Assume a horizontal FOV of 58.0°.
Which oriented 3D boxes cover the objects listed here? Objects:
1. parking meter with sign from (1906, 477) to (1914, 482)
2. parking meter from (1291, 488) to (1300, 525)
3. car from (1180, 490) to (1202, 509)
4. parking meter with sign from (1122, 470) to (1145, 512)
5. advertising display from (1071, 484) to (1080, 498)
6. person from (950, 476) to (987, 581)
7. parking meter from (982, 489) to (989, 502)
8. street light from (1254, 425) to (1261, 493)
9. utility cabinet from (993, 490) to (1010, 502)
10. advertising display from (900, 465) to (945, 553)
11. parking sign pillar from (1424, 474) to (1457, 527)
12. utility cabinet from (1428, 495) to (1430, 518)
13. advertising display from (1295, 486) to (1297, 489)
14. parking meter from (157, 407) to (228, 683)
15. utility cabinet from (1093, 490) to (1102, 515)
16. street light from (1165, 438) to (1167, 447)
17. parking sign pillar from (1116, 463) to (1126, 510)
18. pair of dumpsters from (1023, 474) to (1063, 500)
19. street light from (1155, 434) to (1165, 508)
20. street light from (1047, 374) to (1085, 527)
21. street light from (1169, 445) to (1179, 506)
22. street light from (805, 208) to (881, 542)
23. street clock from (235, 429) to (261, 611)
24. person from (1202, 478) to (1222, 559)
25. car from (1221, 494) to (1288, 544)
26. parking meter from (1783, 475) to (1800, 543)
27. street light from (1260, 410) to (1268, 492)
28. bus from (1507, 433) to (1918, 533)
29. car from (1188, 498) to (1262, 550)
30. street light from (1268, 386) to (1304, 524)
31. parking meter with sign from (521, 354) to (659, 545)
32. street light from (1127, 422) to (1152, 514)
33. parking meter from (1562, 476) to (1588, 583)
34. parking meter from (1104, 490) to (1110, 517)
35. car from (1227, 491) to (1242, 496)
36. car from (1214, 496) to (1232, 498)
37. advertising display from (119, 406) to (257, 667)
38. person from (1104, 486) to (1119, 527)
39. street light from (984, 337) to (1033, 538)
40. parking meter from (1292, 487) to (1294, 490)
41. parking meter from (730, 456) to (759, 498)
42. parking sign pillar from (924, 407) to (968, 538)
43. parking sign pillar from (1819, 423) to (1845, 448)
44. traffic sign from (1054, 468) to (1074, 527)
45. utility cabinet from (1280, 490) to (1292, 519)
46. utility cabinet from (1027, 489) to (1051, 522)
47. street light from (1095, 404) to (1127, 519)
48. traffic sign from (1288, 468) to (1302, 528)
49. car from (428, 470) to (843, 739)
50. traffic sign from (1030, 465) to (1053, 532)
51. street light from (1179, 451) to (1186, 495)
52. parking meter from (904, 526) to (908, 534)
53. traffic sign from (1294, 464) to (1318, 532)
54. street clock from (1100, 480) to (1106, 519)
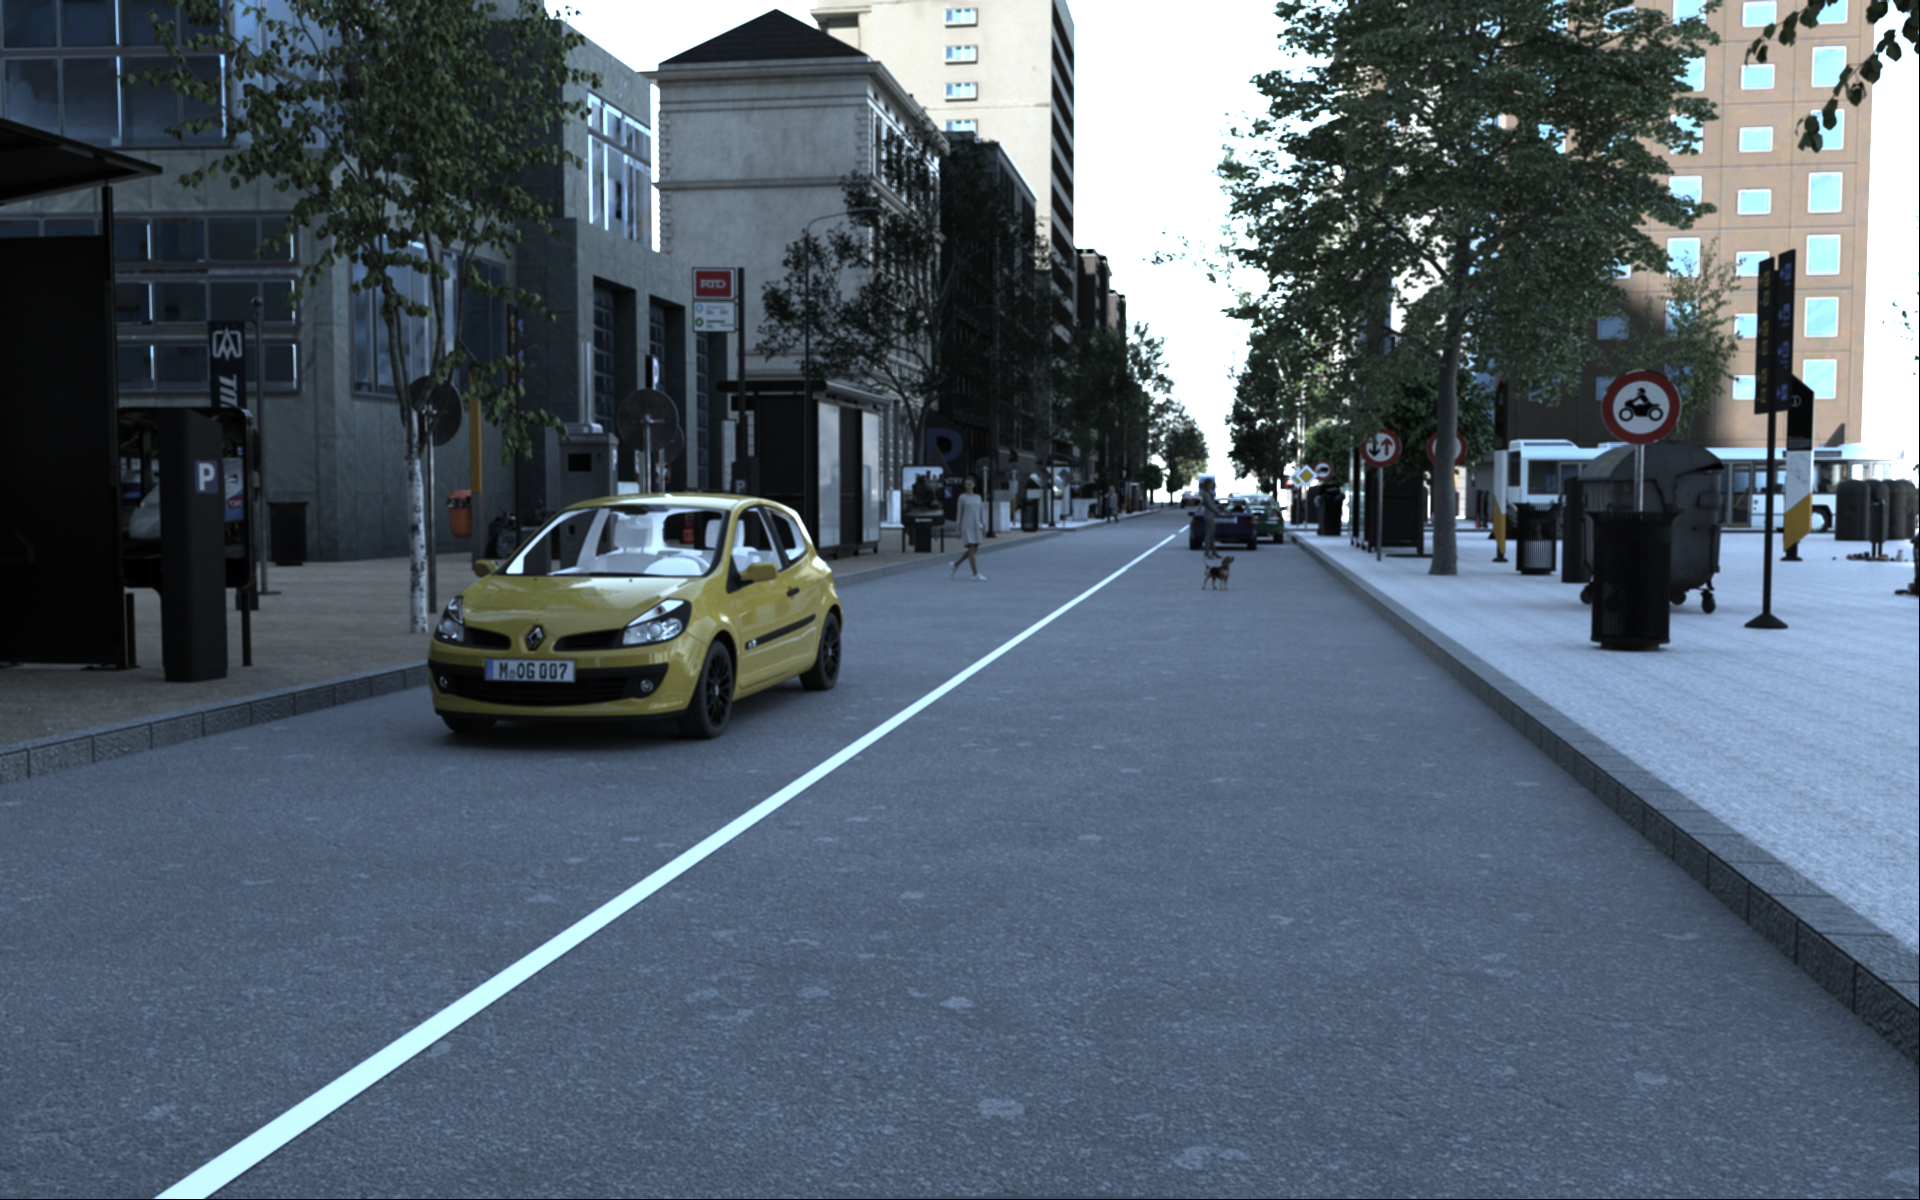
[{"bbox_3d":[43.075,-5.065,79.069,0.543,3.016,1.738,-1,4,-21],"label":"parking meter with sign"},{"bbox_3d":[14.085,-3.935,72.748,0.372,1.533,0.369,0,3,0],"label":"parking meter"},{"bbox_3d":[23.145,-10.076,173.407,2.281,1.827,5.304,1,4,9],"label":"car"},{"bbox_3d":[12.795,-8.029,127.540,1.738,3.016,0.543,3,4,36],"label":"parking meter with sign"},{"bbox_3d":[7.511,-6.735,115.329,0.974,1.923,0.123,0,4,-5],"label":"advertising display"},{"bbox_3d":[0.124,-1.199,28.861,0.760,1.731,0.466,2,4,30],"label":"person"},{"bbox_3d":[1.341,-5.070,91.301,0.372,1.533,0.369,0,3,0],"label":"parking meter"},{"bbox_3d":[20.853,-8.847,117.187,1.470,5.913,1.316,1,4,9],"label":"street light"},{"bbox_3d":[2.254,-5.015,90.675,1.173,1.500,0.318,-2,4,-29],"label":"utility cabinet"},{"bbox_3d":[-0.816,-2.004,37.973,0.974,1.923,0.123,0,4,-6],"label":"advertising display"},{"bbox_3d":[18.606,-4.825,67.365,1.447,3.967,1.447,0,4,6],"label":"parking sign pillar"},{"bbox_3d":[25.798,-5.083,94.272,1.020,1.237,0.306,3,5,44],"label":"utility cabinet"},{"bbox_3d":[22.420,-6.760,115.733,0.123,1.923,0.974,0,4,1],"label":"advertising display"},{"bbox_3d":[-5.278,-0.381,11.934,0.255,1.863,0.399,1,4,16],"label":"parking meter"},{"bbox_3d":[8.152,-5.709,102.016,0.318,1.500,1.173,-1,4,-12],"label":"utility cabinet"},{"bbox_3d":[16.227,-10.396,142.515,1.470,5.913,1.316,1,4,9],"label":"street light"},{"bbox_3d":[12.941,-9.160,138.245,1.447,3.967,1.447,0,4,-3],"label":"parking sign pillar"},{"bbox_3d":[3.882,-4.826,81.401,1.574,2.255,4.437,1,4,9],"label":"pair of dumpsters"},{"bbox_3d":[14.874,-9.858,133.724,1.470,5.913,1.316,1,4,9],"label":"street light"},{"bbox_3d":[4.124,-5.795,67.288,1.470,5.913,1.316,1,4,9],"label":"street light"},{"bbox_3d":[19.725,-11.723,164.213,1.470,5.913,1.316,1,4,9],"label":"street light"},{"bbox_3d":[-1.968,-3.412,28.321,1.470,5.913,1.316,1,4,9],"label":"street light"},{"bbox_3d":[-7.881,-0.888,19.087,0.358,2.002,0.471,-3,5,-41],"label":"street clock"},{"bbox_3d":[5.633,-1.816,38.469,0.573,1.790,0.520,-1,4,-13],"label":"person"},{"bbox_3d":[8.701,-2.436,51.624,2.131,1.459,4.920,1,4,9],"label":"car"},{"bbox_3d":[21.847,-2.431,45.458,0.255,1.863,0.399,-1,4,-14],"label":"parking meter"},{"bbox_3d":[17.485,-7.529,95.635,1.470,5.913,1.316,1,4,9],"label":"street light"},{"bbox_3d":[25.611,-3.908,58.752,13.247,3.499,2.948,0,4,7],"label":"bus"},{"bbox_3d":[6.975,-2.025,45.685,1.945,1.354,3.894,1,4,10],"label":"car"},{"bbox_3d":[14.035,-6.210,74.079,1.470,5.913,1.316,1,4,9],"label":"street light"},{"bbox_3d":[-4.700,-1.567,21.884,1.738,3.016,0.543,0,4,-1],"label":"parking meter with sign"},{"bbox_3d":[11.436,-8.517,111.802,1.470,5.913,1.316,1,4,9],"label":"street light"},{"bbox_3d":[8.914,-1.018,25.049,0.372,1.533,0.369,0,3,0],"label":"parking meter"},{"bbox_3d":[8.075,-5.334,95.621,0.372,1.533,0.369,0,3,0],"label":"parking meter"},{"bbox_3d":[35.995,-13.322,226.479,2.281,1.827,5.304,1,4,9],"label":"car"},{"bbox_3d":[11.854,-3.967,77.445,1.945,1.354,3.894,1,4,9],"label":"car"},{"bbox_3d":[-5.741,-0.467,12.854,0.974,1.923,0.123,0,4,-2],"label":"advertising display"},{"bbox_3d":[6.668,-4.079,75.373,0.728,1.800,0.709,-2,4,-35],"label":"person"},{"bbox_3d":[1.438,-4.776,50.627,1.470,5.913,1.316,1,4,9],"label":"street light"},{"bbox_3d":[22.822,-6.860,117.876,0.399,1.863,0.255,-1,4,-15],"label":"parking meter"},{"bbox_3d":[-3.351,-1.300,26.971,0.399,1.863,0.255,2,4,28],"label":"parking meter"},{"bbox_3d":[-0.418,-3.844,51.323,1.447,3.967,1.447,0,4,3],"label":"parking sign pillar"},{"bbox_3d":[33.076,-4.734,65.869,1.447,3.967,1.447,-3,4,-37],"label":"parking sign pillar"},{"bbox_3d":[4.031,-3.882,67.114,0.795,2.450,0.064,1,4,9],"label":"traffic sign"},{"bbox_3d":[16.677,-4.862,88.174,0.318,1.500,1.173,2,4,33],"label":"utility cabinet"},{"bbox_3d":[3.615,-4.275,78.577,1.173,1.500,0.318,0,4,-3],"label":"utility cabinet"},{"bbox_3d":[7.749,-7.169,89.761,1.470,5.913,1.316,1,4,9],"label":"street light"},{"bbox_3d":[12.811,-3.795,65.697,0.795,2.450,0.064,1,4,9],"label":"traffic sign"},{"bbox_3d":[-2.012,-0.076,11.471,2.015,1.641,3.980,1,4,11],"label":"car"},{"bbox_3d":[2.772,-3.400,59.229,0.795,2.450,0.064,1,4,9],"label":"traffic sign"},{"bbox_3d":[23.169,-13.041,185.753,1.470,5.913,1.316,1,4,9],"label":"street light"},{"bbox_3d":[-1.624,-3.087,56.183,0.399,1.863,0.255,1,4,18],"label":"parking meter"},{"bbox_3d":[11.552,-3.313,57.811,0.795,2.450,0.064,1,4,9],"label":"traffic sign"},{"bbox_3d":[7.238,-5.087,87.736,0.358,2.002,0.471,0,4,2],"label":"street clock"}]
